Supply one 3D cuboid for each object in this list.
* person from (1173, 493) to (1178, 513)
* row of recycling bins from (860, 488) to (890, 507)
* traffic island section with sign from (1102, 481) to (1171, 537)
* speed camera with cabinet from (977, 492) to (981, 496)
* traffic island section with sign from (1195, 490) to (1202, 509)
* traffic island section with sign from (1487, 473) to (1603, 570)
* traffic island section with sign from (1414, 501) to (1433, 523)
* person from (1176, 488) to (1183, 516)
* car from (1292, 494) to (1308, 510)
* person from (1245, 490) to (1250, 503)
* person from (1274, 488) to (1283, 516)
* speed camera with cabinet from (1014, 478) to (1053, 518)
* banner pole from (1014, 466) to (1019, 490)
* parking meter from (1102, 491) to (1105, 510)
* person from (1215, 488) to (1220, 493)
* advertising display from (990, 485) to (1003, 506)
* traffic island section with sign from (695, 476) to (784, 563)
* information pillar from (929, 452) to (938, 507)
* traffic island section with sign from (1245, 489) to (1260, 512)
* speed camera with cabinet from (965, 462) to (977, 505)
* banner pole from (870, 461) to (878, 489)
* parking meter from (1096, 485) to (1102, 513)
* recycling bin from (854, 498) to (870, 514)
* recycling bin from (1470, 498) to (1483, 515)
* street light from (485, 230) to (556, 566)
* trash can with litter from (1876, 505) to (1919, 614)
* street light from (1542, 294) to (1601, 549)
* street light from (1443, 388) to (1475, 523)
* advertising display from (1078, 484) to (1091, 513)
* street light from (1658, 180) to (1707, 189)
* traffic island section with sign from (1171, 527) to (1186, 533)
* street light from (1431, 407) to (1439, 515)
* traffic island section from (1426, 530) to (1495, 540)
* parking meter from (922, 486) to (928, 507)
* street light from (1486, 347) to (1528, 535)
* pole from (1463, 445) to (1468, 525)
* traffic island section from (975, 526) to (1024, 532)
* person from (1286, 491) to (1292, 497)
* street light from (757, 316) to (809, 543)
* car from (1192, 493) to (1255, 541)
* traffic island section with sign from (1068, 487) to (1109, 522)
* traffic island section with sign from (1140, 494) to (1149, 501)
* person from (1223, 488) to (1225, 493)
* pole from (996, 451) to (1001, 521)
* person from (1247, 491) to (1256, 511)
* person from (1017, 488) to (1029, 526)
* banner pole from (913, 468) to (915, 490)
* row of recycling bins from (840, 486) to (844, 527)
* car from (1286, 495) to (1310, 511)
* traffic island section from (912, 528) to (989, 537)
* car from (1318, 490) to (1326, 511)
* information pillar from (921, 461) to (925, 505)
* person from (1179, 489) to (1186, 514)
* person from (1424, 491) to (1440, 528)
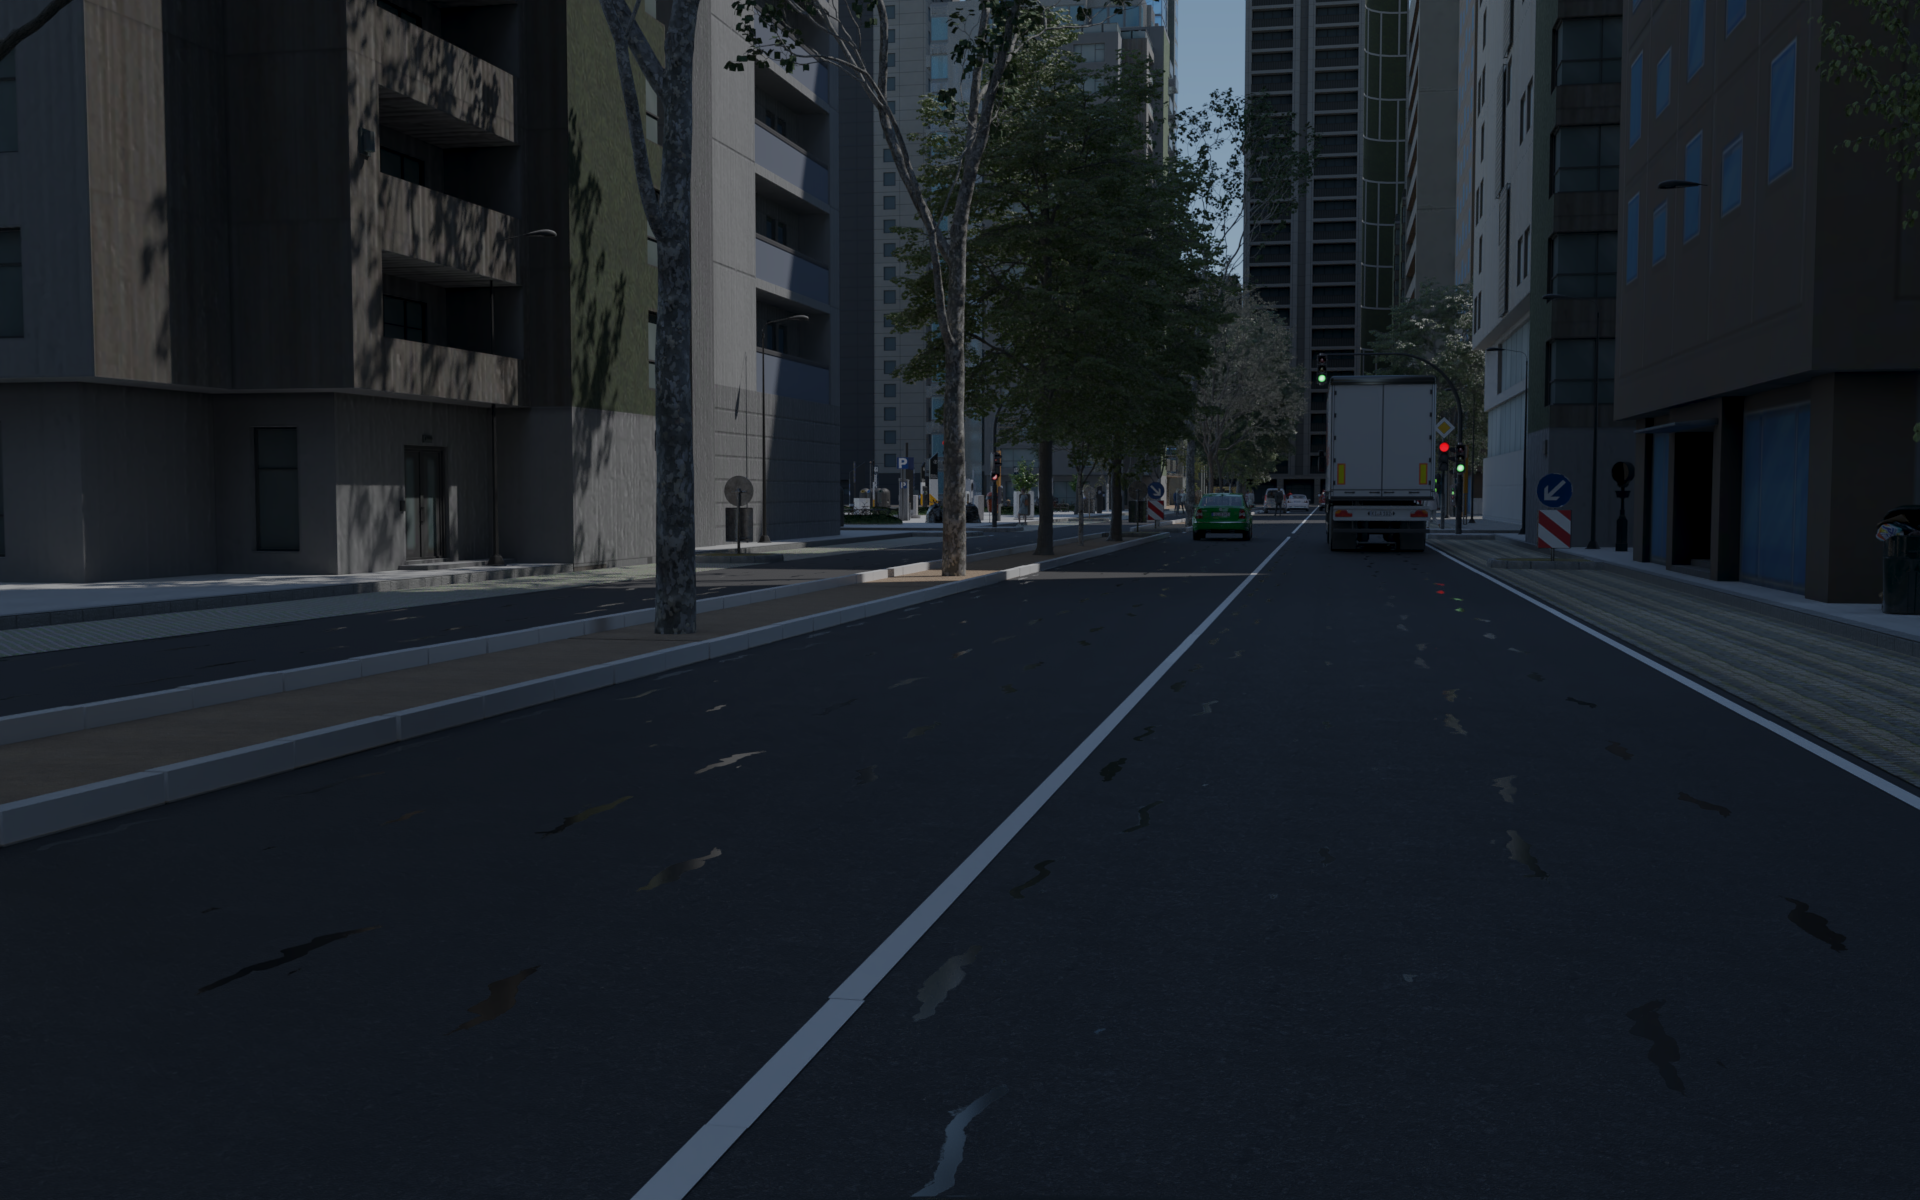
[{"bbox_3d":[16.483,-7.528,131.761,0.721,1.800,0.419,-3,5,-40],"label":"person"},{"bbox_3d":[-6.004,-7.053,122.433,1.069,1.692,3.534,-2,4,-31],"label":"row of recycling bins"},{"bbox_3d":[5.862,-3.039,57.827,2.006,1.907,1.989,1,4,12],"label":"traffic island section with sign"},{"bbox_3d":[1.155,-9.037,142.089,0.660,3.252,2.038,1,4,20],"label":"speed camera with cabinet"},{"bbox_3d":[22.921,-9.636,166.170,1.989,1.847,2.006,1,4,12],"label":"traffic island section with sign"},{"bbox_3d":[11.312,-1.527,33.595,1.989,1.847,2.006,1,4,12],"label":"traffic island section with sign"},{"bbox_3d":[22.851,-4.826,87.535,1.989,1.847,2.006,1,4,12],"label":"traffic island section with sign"},{"bbox_3d":[14.178,-6.312,111.885,0.526,1.800,0.537,2,4,32],"label":"person"},{"bbox_3d":[31.044,-9.018,159.443,2.014,1.417,4.499,1,4,13],"label":"car"},{"bbox_3d":[21.812,-7.481,131.647,0.643,1.720,0.563,-1,4,-23],"label":"person"},{"bbox_3d":[20.710,-6.391,112.775,0.659,1.850,0.755,-1,4,-12],"label":"person"},{"bbox_3d":[3.931,-6.024,92.832,2.038,3.252,0.660,-1,4,-15],"label":"speed camera with cabinet"},{"bbox_3d":[4.636,-8.988,136.968,0.863,3.779,0.401,0,4,-5],"label":"banner pole"},{"bbox_3d":[11.197,-7.783,135.657,0.372,1.533,0.369,0,3,0],"label":"parking meter"},{"bbox_3d":[15.790,-5.940,105.804,0.709,1.800,0.728,2,4,28],"label":"person"},{"bbox_3d":[2.639,-7.279,124.217,0.974,1.923,0.123,-2,4,-23],"label":"advertising display"},{"bbox_3d":[-4.809,-1.705,36.505,1.989,1.847,2.006,1,4,12],"label":"traffic island section with sign"},{"bbox_3d":[-1.449,-6.411,96.175,0.504,3.616,0.183,-1,4,-23],"label":"information pillar"},{"bbox_3d":[23.124,-7.977,138.554,2.006,1.907,1.989,1,4,12],"label":"traffic island section with sign"},{"bbox_3d":[0.324,-6.741,104.551,0.660,3.252,2.038,1,4,12],"label":"speed camera with cabinet"},{"bbox_3d":[-6.632,-8.729,132.737,0.863,3.779,0.401,1,4,13],"label":"banner pole"},{"bbox_3d":[9.227,-6.680,114.922,0.399,1.863,0.255,0,4,-8],"label":"parking meter"},{"bbox_3d":[-5.902,-5.595,104.037,0.722,1.027,0.722,-2,4,-33],"label":"recycling bin"},{"bbox_3d":[31.770,-5.736,106.337,0.722,1.027,0.722,0,4,6],"label":"recycling bin"},{"bbox_3d":[-7.777,-3.557,30.701,1.470,5.913,1.316,1,4,12],"label":"street light"},{"bbox_3d":[10.157,-0.450,18.740,0.624,1.170,1.055,1,4,18],"label":"trash can with litter"},{"bbox_3d":[14.213,-4.142,40.271,1.470,5.913,1.316,1,4,12],"label":"street light"},{"bbox_3d":[21.998,-6.337,76.154,1.470,5.913,1.316,1,4,12],"label":"street light"},{"bbox_3d":[8.267,-6.716,115.015,0.974,1.923,0.123,2,4,32],"label":"advertising display"},{"bbox_3d":[11.016,-3.250,25.674,1.470,5.913,1.316,1,4,12],"label":"street light"},{"bbox_3d":[7.420,-3.482,65.069,2.006,1.907,1.989,1,4,12],"label":"traffic island section with sign"},{"bbox_3d":[25.151,-7.258,91.207,1.470,5.913,1.316,1,4,12],"label":"street light"},{"bbox_3d":[15.964,-2.027,55.429,2.009,0.180,2.903,1,4,12],"label":"traffic island section"},{"bbox_3d":[-2.471,-7.109,121.943,0.255,1.863,0.399,-2,4,-27],"label":"parking meter"},{"bbox_3d":[17.348,-5.036,54.880,1.470,5.913,1.316,1,4,12],"label":"street light"},{"bbox_3d":[21.132,-4.804,72.391,0.158,3.312,0.155,0,3,0],"label":"pole"},{"bbox_3d":[1.311,-2.718,66.721,2.009,0.180,2.903,1,4,12],"label":"traffic island section"},{"bbox_3d":[38.737,-11.938,203.618,1.348,1.831,0.705,0,4,-3],"label":"person"},{"bbox_3d":[-4.620,-4.450,45.306,1.470,5.913,1.316,1,4,12],"label":"street light"},{"bbox_3d":[8.349,-2.816,54.846,1.959,1.807,4.718,1,4,11],"label":"car"},{"bbox_3d":[6.789,-5.021,90.722,1.989,1.847,2.006,1,4,12],"label":"traffic island section with sign"},{"bbox_3d":[12.574,-6.675,117.768,1.989,1.847,2.006,1,4,12],"label":"traffic island section with sign"},{"bbox_3d":[16.994,-6.308,111.907,0.678,1.792,0.850,2,4,25],"label":"person"},{"bbox_3d":[1.814,-5.366,81.576,0.158,3.312,0.155,0,3,0],"label":"pole"},{"bbox_3d":[21.874,-7.433,130.389,0.694,1.780,0.624,2,4,35],"label":"person"},{"bbox_3d":[2.792,-4.087,76.325,0.522,1.701,0.512,2,4,34],"label":"person"},{"bbox_3d":[-4.118,-9.411,143.881,0.863,3.779,0.401,1,4,14],"label":"banner pole"},{"bbox_3d":[-5.528,-3.797,69.200,1.069,1.692,3.534,-2,4,-24],"label":"row of recycling bins"},{"bbox_3d":[28.130,-8.068,144.268,2.083,1.381,4.827,1,4,11],"label":"car"},{"bbox_3d":[-0.359,-2.240,58.912,2.009,0.180,2.903,1,4,12],"label":"traffic island section"},{"bbox_3d":[31.733,-8.522,148.000,2.281,1.827,5.304,1,4,12],"label":"car"},{"bbox_3d":[-2.648,-8.098,123.763,0.183,3.616,0.504,2,4,30],"label":"information pillar"},{"bbox_3d":[15.970,-7.057,124.373,0.782,1.767,0.515,3,5,43],"label":"person"},{"bbox_3d":[18.039,-3.527,66.045,0.514,1.842,0.818,-2,4,-31],"label":"person"}]
